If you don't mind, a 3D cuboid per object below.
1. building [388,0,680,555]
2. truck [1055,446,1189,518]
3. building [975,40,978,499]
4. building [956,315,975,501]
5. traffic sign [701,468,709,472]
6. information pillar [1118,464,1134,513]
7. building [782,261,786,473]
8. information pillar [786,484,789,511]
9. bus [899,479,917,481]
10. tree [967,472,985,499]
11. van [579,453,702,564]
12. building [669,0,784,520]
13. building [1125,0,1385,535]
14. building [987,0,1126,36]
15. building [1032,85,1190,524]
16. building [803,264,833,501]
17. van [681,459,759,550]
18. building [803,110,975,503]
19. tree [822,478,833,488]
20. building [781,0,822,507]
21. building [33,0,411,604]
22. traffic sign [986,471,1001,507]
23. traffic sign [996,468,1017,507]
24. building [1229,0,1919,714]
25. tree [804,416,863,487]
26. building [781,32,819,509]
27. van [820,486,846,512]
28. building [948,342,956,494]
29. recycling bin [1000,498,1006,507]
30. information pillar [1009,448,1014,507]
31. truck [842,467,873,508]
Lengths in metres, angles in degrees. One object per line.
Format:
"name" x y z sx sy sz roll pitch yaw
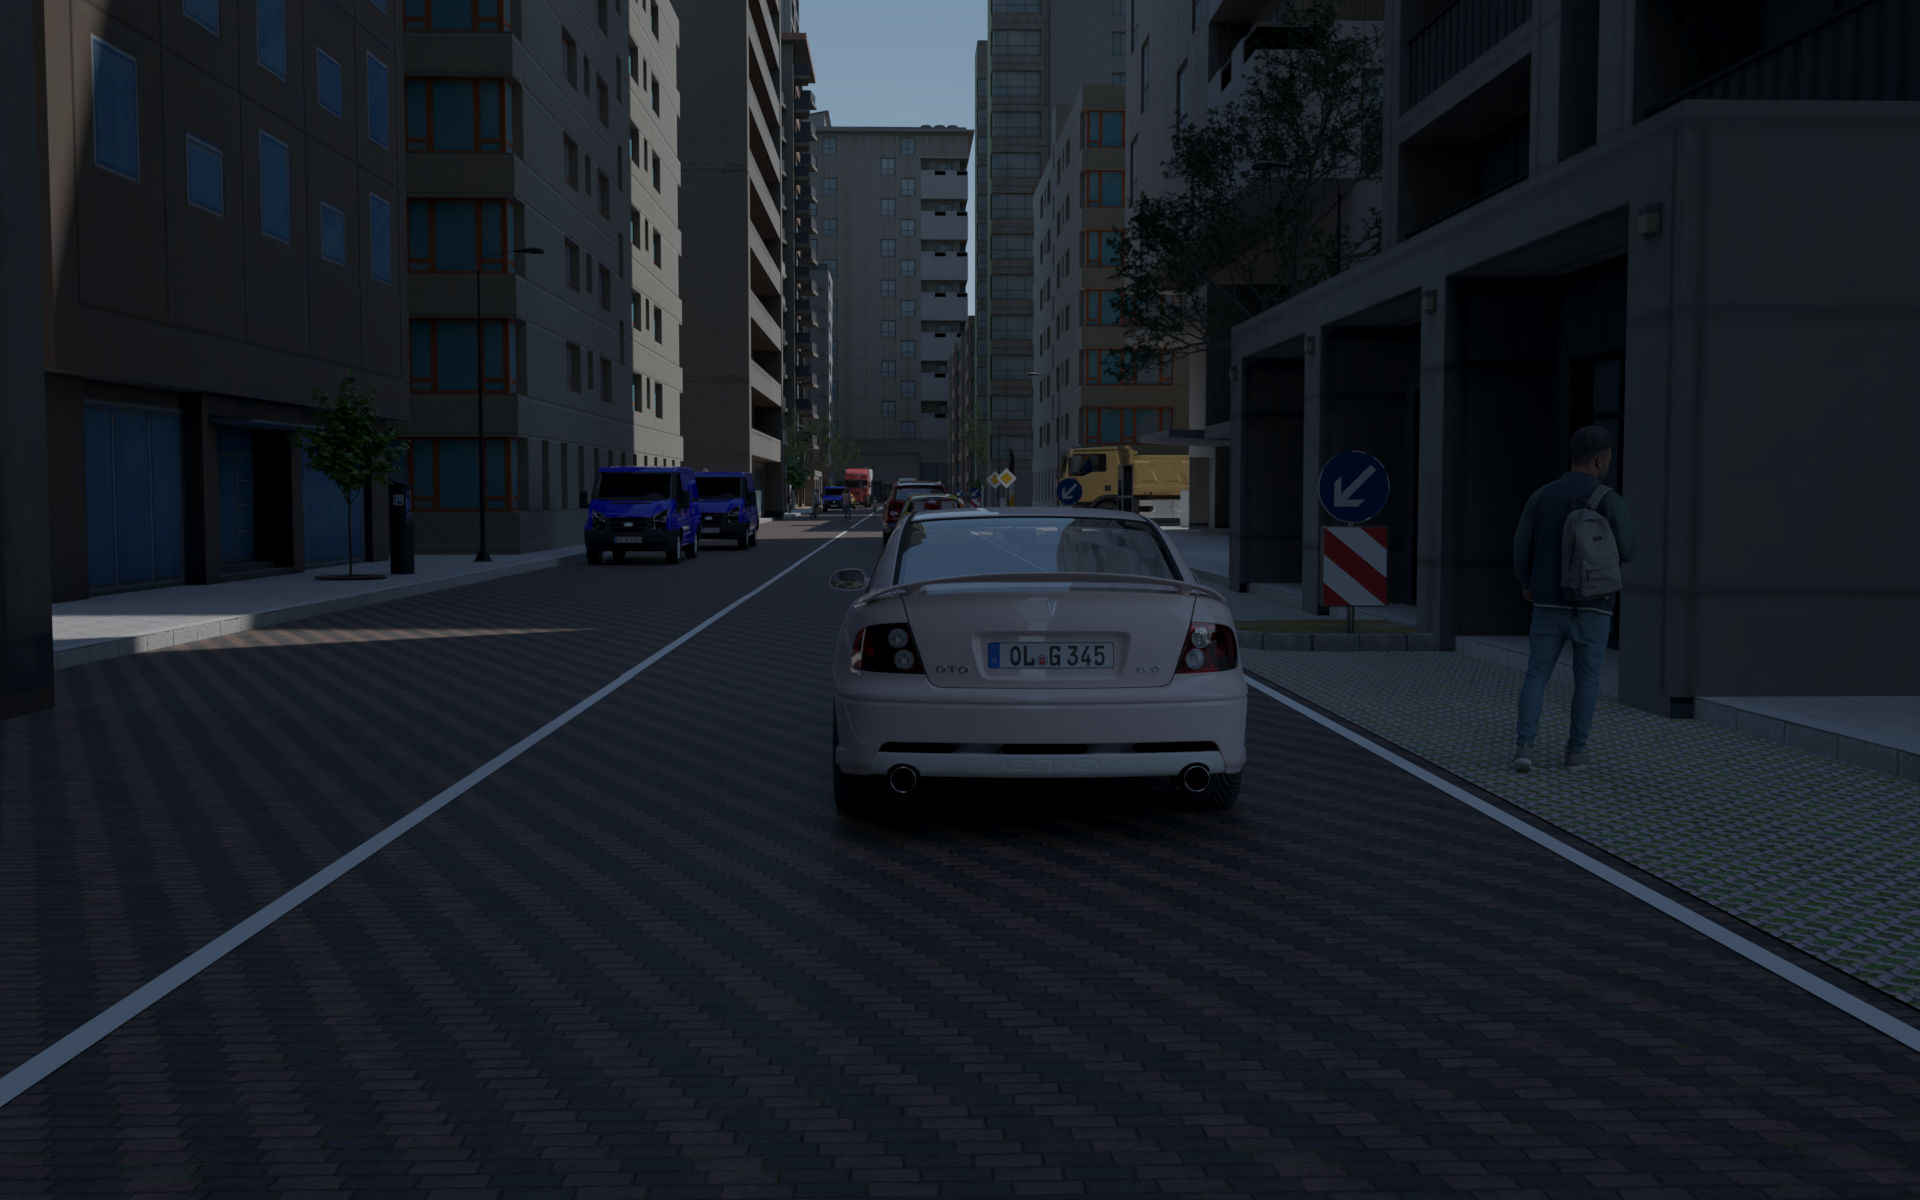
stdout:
"building" -24.231 -12.497 49.371 28.899 21.520 27.650 0 4 -2
"truck" 7.958 -4.574 70.711 9.791 3.379 3.469 0 4 -3
"building" 8.307 -29.154 160.256 14.154 41.232 14.086 0 4 -2
"building" 14.143 -20.641 182.516 27.650 21.520 28.899 0 4 -2
"traffic sign" -9.709 -3.819 66.088 0.795 2.450 0.064 0 4 -2
"information pillar" 4.066 -2.328 42.557 0.304 2.012 0.304 -1 4 -15
"building" -26.580 -16.610 116.607 27.650 21.520 28.899 0 4 -2
"information pillar" -12.849 -7.596 128.684 0.304 2.012 0.304 -3 5 -45
"bus" -6.227 -13.307 212.430 2.948 3.499 13.247 0 3 0
"tree" 1.658 -9.653 152.422 1.663 3.219 1.824 0 3 0
"van" -6.750 -2.001 37.102 2.240 2.365 5.245 0 4 -3
"building" -19.970 -28.079 82.796 21.300 48.544 21.600 0 4 -2
"building" 19.888 -28.204 50.371 28.713 52.752 27.495 0 4 -2
"building" 8.748 -26.421 115.578 14.154 41.232 14.086 0 4 -2
"building" 19.140 -14.845 87.748 28.899 21.520 27.650 0 4 -2
"building" -23.047 -27.281 217.751 14.107 30.474 14.160 0 4 -2
"van" -6.461 -2.549 46.056 2.240 2.365 5.245 0 4 -3
"building" -10.087 -40.199 246.498 27.495 52.752 28.713 0 4 -2
"tree" -15.630 -13.051 207.979 1.663 3.219 1.824 0 3 0
"building" -25.482 -45.763 186.471 20.563 71.187 20.611 0 4 -2
"building" -17.378 -22.945 25.257 14.600 45.320 14.200 0 4 -2
"traffic sign" 1.513 -4.330 74.431 0.795 2.450 0.064 0 4 -2
"traffic sign" 1.779 -3.841 66.450 0.795 2.450 0.064 0 4 -2
"building" 14.536 -35.192 13.639 20.563 71.187 20.611 0 4 -2
"tree" -15.429 -16.410 202.716 8.767 10.594 7.601 0 4 3
"building" -24.800 -31.068 162.580 22.147 44.769 28.867 0 4 -2
"van" -9.844 -8.098 136.793 2.240 2.365 5.245 0 4 -2
"building" 12.684 -22.437 211.892 27.650 21.520 28.899 0 4 -2
"recycling bin" 2.760 -5.889 108.844 0.722 1.027 0.722 0 4 -7
"information pillar" 2.583 -5.846 86.929 0.183 3.616 0.504 -1 4 -21
"truck" -10.540 -11.688 180.005 2.839 4.237 11.283 0 4 -1
